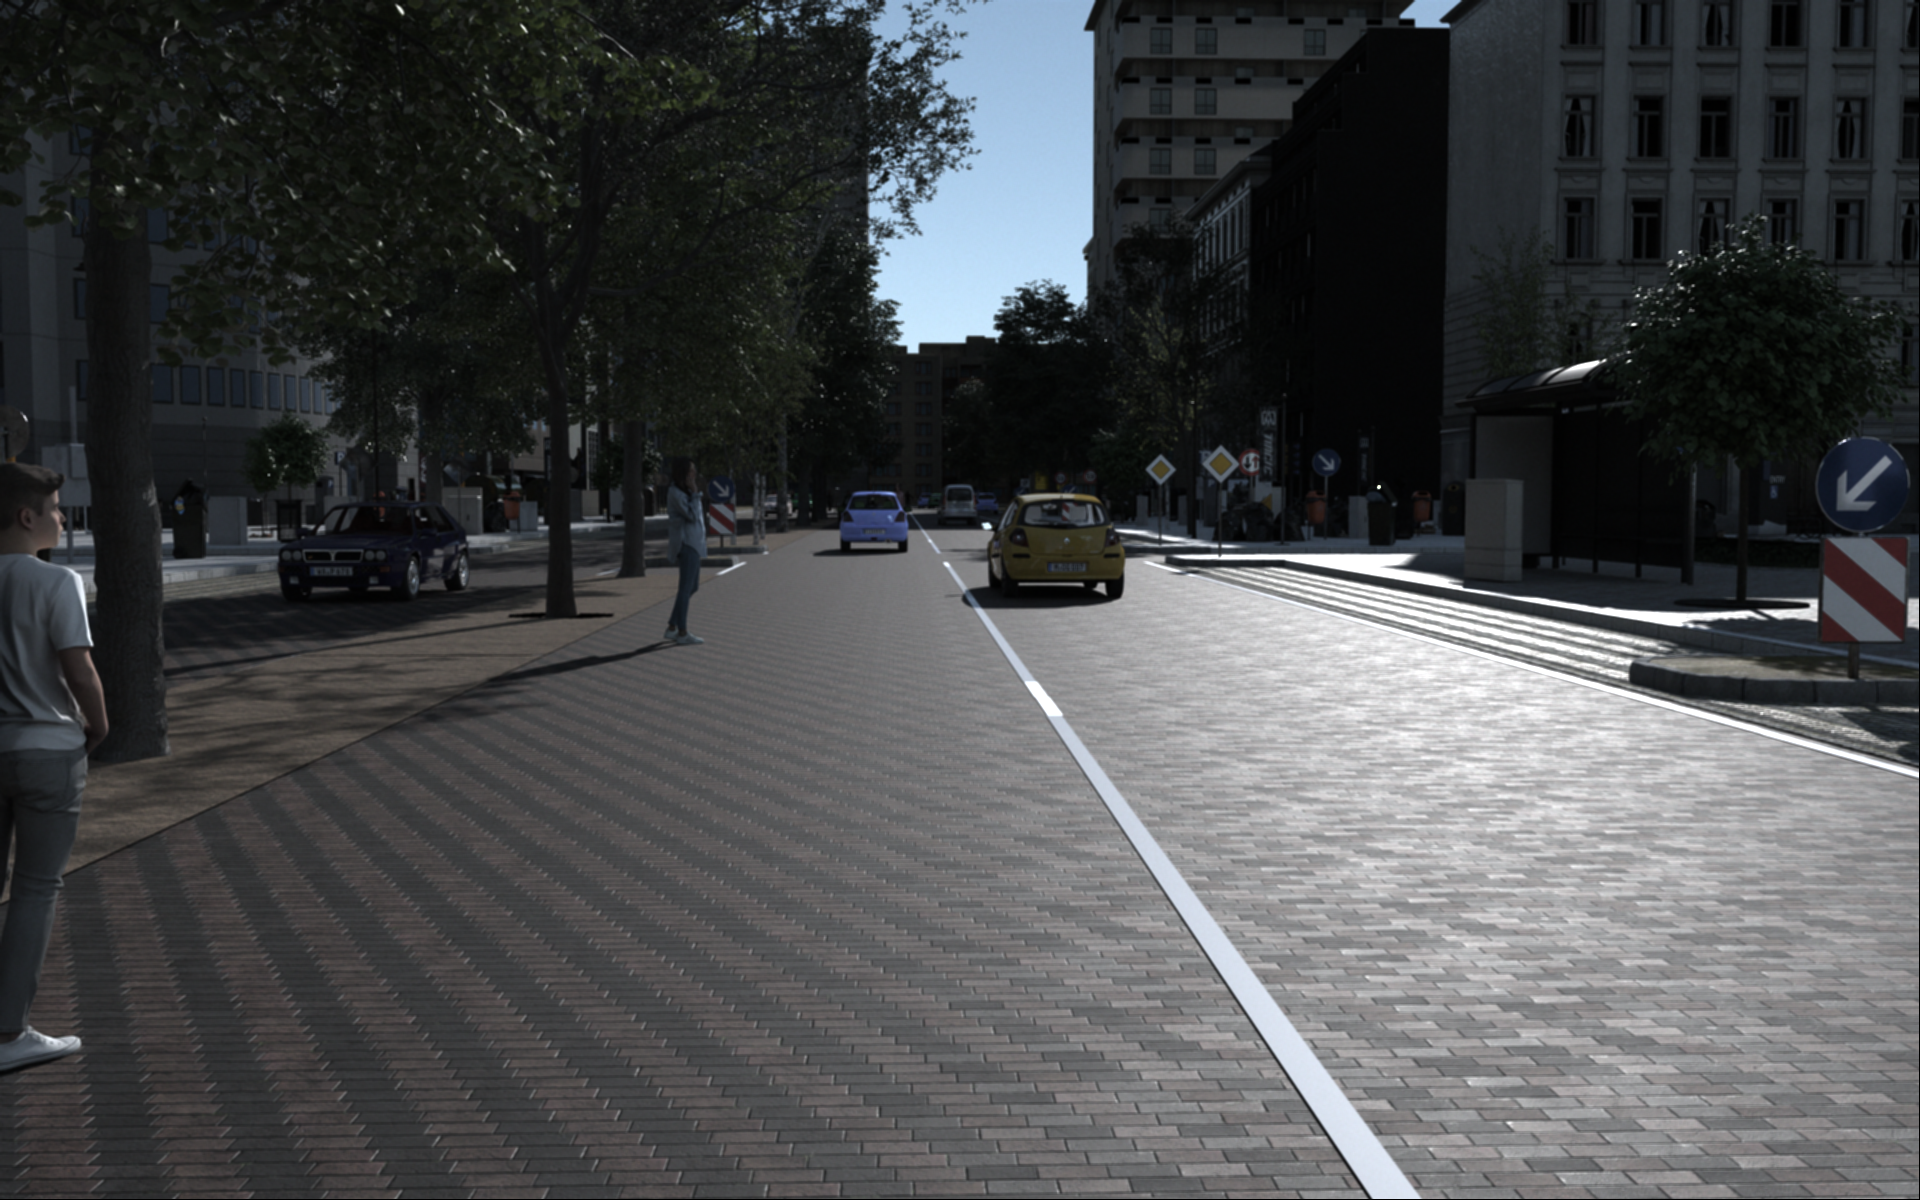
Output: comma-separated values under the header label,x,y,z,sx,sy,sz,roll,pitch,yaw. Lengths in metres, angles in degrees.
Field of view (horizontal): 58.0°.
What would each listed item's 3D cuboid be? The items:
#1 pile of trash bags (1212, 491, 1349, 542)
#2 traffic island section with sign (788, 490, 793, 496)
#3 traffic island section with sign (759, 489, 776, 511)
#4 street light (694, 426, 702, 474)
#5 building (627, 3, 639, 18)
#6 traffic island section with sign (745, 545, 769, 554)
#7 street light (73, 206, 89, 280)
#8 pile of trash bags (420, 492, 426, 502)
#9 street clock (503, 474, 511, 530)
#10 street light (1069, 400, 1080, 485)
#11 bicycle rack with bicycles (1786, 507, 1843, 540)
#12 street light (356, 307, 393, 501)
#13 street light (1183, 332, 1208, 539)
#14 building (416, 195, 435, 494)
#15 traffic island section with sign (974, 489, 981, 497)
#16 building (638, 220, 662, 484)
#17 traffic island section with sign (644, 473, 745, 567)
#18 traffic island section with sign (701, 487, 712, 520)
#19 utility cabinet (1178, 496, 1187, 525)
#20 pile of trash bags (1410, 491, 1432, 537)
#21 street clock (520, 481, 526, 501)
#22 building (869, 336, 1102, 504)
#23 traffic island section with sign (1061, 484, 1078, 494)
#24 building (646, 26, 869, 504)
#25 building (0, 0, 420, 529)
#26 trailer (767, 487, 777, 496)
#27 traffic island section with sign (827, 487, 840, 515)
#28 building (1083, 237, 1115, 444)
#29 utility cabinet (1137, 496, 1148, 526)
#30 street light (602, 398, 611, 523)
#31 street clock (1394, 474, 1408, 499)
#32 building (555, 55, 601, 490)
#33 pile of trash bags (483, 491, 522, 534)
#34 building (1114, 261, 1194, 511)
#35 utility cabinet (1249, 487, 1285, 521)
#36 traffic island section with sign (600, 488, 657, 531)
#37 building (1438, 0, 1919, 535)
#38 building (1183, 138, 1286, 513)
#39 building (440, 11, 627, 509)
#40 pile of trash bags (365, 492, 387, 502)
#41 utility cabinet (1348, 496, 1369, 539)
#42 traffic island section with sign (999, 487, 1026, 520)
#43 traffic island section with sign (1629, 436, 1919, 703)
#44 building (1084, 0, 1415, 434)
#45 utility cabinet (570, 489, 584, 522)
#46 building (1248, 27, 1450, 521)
label,x,y,z,sx,sy,sz,roll,pitch,yaw
pile of trash bags,8.682,-2.302,47.391,3.447,1.369,1.912,-2,4,-32
traffic island section with sign,-16.659,-9.959,171.452,1.989,1.847,2.006,0,4,-2
traffic island section with sign,-15.668,-8.311,144.515,1.989,1.847,2.006,0,4,-2
street light,-16.702,-8.445,110.860,0.468,5.910,1.993,0,4,-2
building,-50.082,-47.826,220.211,20.611,71.187,20.563,0,4,-2
traffic island section with sign,-5.765,-2.095,42.385,2.006,1.907,1.989,0,4,-2
street light,-13.758,-3.386,28.147,0.468,5.910,1.993,0,4,-2
pile of trash bags,-29.994,-5.294,96.313,1.912,1.369,3.447,-1,4,-15
street clock,-16.128,-3.504,61.859,0.358,2.002,0.471,-1,4,-15
street light,5.548,-6.786,83.740,0.468,5.910,1.993,0,4,-2
bicycle rack with bicycles,23.907,-2.215,49.602,2.852,0.926,2.925,-3,5,-44
street light,-14.344,-4.265,42.527,0.468,5.910,1.993,0,4,-2
street light,6.737,-4.702,49.658,0.468,5.910,1.993,0,4,-2
building,-32.721,-27.755,103.904,14.600,45.320,14.200,0,4,-2
traffic island section with sign,1.302,-8.329,144.803,1.989,1.847,2.006,0,4,-2
building,-37.753,-24.672,175.082,14.107,30.474,14.160,0,4,-2
traffic island section with sign,-5.505,-1.642,34.982,2.006,1.907,1.989,0,4,-2
traffic island section with sign,-13.862,-5.274,94.863,1.989,1.847,2.006,0,4,-2
utility cabinet,9.292,-3.671,71.184,0.306,1.237,1.020,-1,4,-17
pile of trash bags,12.379,-2.570,51.779,3.447,1.369,1.912,0,4,-1
street clock,-23.930,-5.517,94.771,0.358,2.002,0.471,1,4,11
building,2.729,-23.360,226.972,28.899,21.520,27.650,0,4,-2
traffic island section with sign,4.106,-3.613,67.697,1.989,1.847,2.006,0,4,-2
building,-25.696,-41.575,221.750,28.212,58.520,21.231,0,4,-2
building,-38.090,-32.547,74.135,21.231,58.520,28.212,0,4,-2
trailer,-16.158,-8.712,149.485,1.471,1.999,3.904,0,4,-4
traffic island section with sign,-8.510,-6.687,117.473,2.006,1.907,1.989,0,4,-2
building,29.401,-32.862,229.179,23.993,40.220,32.217,0,4,-2
utility cabinet,7.297,-3.551,69.220,0.306,1.237,1.020,1,4,16
street light,-15.594,-6.360,76.775,0.468,5.910,1.993,0,4,-2
street clock,16.149,-3.600,63.423,0.471,2.002,0.358,1,4,20
building,-39.336,-50.005,130.253,22.319,86.520,31.000,0,4,-2
pile of trash bags,-15.632,-2.893,57.060,3.447,1.369,1.912,3,4,37
building,28.234,-18.175,142.208,27.650,21.520,28.899,0,4,-2
utility cabinet,9.505,-2.752,53.679,1.173,1.500,0.318,-2,4,-27
traffic island section with sign,-12.867,-3.600,67.492,1.989,1.847,2.006,0,4,-2
building,26.752,-12.835,59.008,18.267,20.994,9.793,0,4,-2
building,20.967,-17.109,108.609,11.050,23.489,19.941,0,4,-2
building,-37.253,-30.839,154.321,14.600,45.320,14.200,0,4,-2
pile of trash bags,-21.482,-3.344,64.420,1.912,1.369,3.447,-1,4,-15
utility cabinet,11.553,-2.384,50.139,0.306,1.237,1.020,2,4,31
traffic island section with sign,3.125,-5.261,94.644,1.989,1.847,2.006,0,4,-2
traffic island section with sign,6.102,-0.252,12.744,1.989,1.847,2.006,0,4,-2
building,27.814,-35.484,169.402,28.713,52.752,27.495,0,4,-2
utility cabinet,-17.801,-4.324,79.383,0.318,1.500,1.173,1,4,19
building,22.910,-15.972,90.816,12.332,23.373,15.834,0,4,-2
